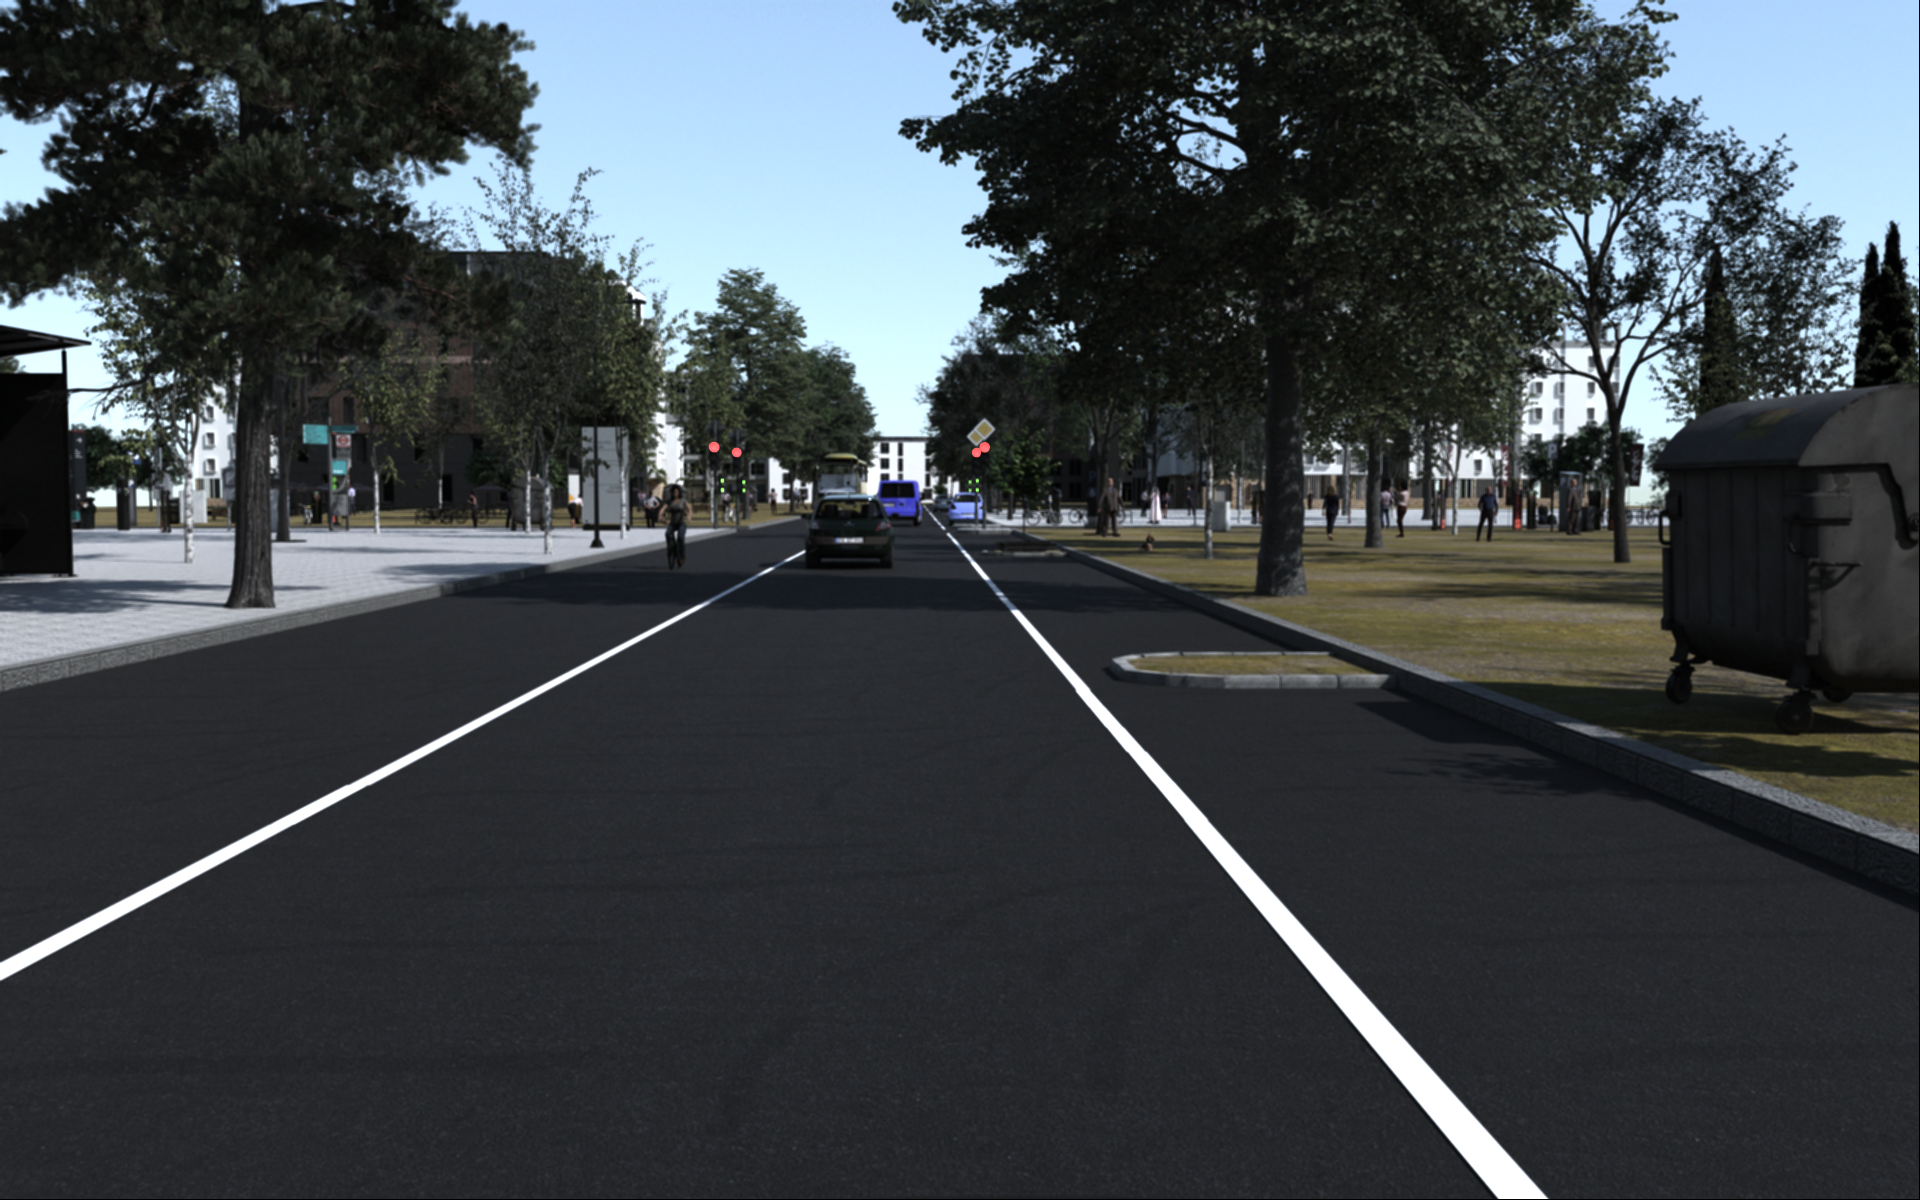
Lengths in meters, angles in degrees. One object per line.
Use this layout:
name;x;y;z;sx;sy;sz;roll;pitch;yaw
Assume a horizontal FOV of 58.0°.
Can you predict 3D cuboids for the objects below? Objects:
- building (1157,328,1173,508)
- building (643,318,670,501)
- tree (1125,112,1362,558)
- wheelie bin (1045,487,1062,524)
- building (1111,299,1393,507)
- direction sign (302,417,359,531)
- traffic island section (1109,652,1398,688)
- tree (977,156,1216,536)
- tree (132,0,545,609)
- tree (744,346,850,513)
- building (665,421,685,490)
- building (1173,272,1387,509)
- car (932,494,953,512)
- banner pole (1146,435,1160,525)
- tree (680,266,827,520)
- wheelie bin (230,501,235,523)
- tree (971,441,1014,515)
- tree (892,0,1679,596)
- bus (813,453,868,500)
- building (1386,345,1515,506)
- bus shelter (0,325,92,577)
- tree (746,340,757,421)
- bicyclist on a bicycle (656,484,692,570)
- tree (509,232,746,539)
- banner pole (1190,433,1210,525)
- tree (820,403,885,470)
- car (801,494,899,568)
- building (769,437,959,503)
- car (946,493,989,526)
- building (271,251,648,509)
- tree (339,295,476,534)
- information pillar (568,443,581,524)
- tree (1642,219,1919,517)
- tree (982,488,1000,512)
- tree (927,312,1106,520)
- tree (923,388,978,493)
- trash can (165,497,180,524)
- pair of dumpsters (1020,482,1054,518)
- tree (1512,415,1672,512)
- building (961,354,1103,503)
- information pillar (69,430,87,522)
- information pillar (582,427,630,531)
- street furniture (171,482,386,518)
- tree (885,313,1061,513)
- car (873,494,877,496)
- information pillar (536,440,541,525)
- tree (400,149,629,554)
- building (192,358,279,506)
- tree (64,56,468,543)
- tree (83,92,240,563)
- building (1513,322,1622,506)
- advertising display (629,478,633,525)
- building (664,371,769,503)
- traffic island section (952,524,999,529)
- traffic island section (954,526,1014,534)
building;27.137;-18.914;165.665;16.016;20.091;11.380;0;4;-2
building;-39.513;-20.048;184.205;16.016;20.091;11.380;0;4;-2
tree;5.192;-5.135;34.323;4.360;8.622;3.978;0;3;0
wheelie bin;4.065;-4.102;74.981;0.693;1.594;0.980;1;4;8
building;32.320;-21.065;188.386;27.936;21.610;32.646;0;4;-2
direction sign;-21.341;-4.350;59.890;1.411;3.948;2.525;1;4;22
traffic island section;2.220;0.556;13.768;1.991;0.108;1.994;0;4;-2
tree;4.417;-7.824;53.680;9.928;11.665;9.643;0;3;0
tree;-7.966;-5.953;19.386;6.751;12.117;7.091;0;3;0
tree;-11.496;-11.842;119.374;9.928;11.665;9.643;0;3;0
building;-46.160;-15.658;198.152;28.070;9.664;9.099;0;4;-2
building;27.964;-18.147;153.116;16.016;20.091;11.380;0;4;-2
car;-1.237;-7.644;136.978;2.014;1.417;4.499;0;4;-2
banner pole;8.108;-5.078;73.047;0.401;3.779;0.863;-3;4;-37
tree;-10.381;-10.323;86.909;7.486;12.596;7.792;0;3;0
wheelie bin;-31.577;-4.141;75.617;0.693;1.594;0.980;-2;4;-35
tree;2.234;-7.388;104.505;4.285;4.588;4.351;0;3;0
tree;3.991;-7.037;21.712;9.857;13.997;8.962;0;3;0
bus;-7.281;-7.125;108.036;2.896;3.916;12.252;0;4;0
building;54.285;-20.834;197.059;11.380;20.091;16.016;0;4;-2
bus shelter;-14.150;-1.983;23.707;1.731;3.624;6.357;0;4;-2
tree;-10.984;-7.710;76.416;4.737;8.622;4.395;0;3;0
bicyclist on a bicycle;-5.449;-1.419;33.214;1.499;1.676;1.625;0;3;0
tree;-9.436;-6.054;49.351;4.737;8.622;4.395;0;3;0
banner pole;9.897;-4.960;71.120;0.863;3.779;0.401;1;4;13
tree;-13.882;-17.940;203.689;12.009;13.543;11.850;0;3;0
car;-2.210;-1.528;34.771;2.009;1.686;4.222;0;4;-3
building;-13.656;-19.039;253.431;28.070;9.664;9.099;0;4;-2
car;0.346;-4.223;78.643;1.945;1.707;3.694;0;3;0
building;-45.796;-19.452;162.012;27.936;21.610;32.646;0;4;-2
tree;-18.683;-6.460;55.992;4.737;8.622;4.395;0;3;0
information pillar;-16.505;-5.059;74.067;0.504;3.616;0.183;-2;4;-31
tree;45.050;-11.554;90.734;18.604;14.587;13.155;2;4;34
tree;2.261;-8.042;126.085;1.663;3.219;1.824;0;3;0
tree;2.404;-9.226;85.250;8.767;10.594;7.601;1;4;8
tree;0.011;-15.979;179.388;7.486;12.596;7.792;0;3;0
trash can;-34.020;-3.866;74.861;0.748;1.137;0.748;0;3;0
pair of dumpsters;4.119;-5.534;92.969;1.574;2.255;4.436;0;4;-2
tree;49.936;-9.954;125.651;20.602;7.101;11.467;2;4;30
building;16.433;-25.661;263.532;32.646;21.610;27.936;0;4;-2
information pillar;-35.936;-4.948;70.271;0.750;3.857;0.750;1;4;16
information pillar;-12.440;-4.250;60.800;1.656;3.620;0.184;0;4;7
street furniture;-44.346;-6.266;107.484;14.083;1.986;27.439;0;4;-6
tree;1.885;-12.577;116.001;12.009;13.543;11.850;0;3;0
car;-9.283;-11.117;193.771;2.014;1.417;4.499;0;4;-2
information pillar;-17.637;-4.956;72.382;0.183;3.616;0.504;-1;4;-11
tree;-8.822;-5.267;36.470;4.360;8.622;3.978;0;3;0
building;-77.373;-20.673;194.421;11.380;20.091;16.016;0;4;-2
tree;-17.948;-8.291;45.925;12.009;13.543;11.850;0;3;0
tree;-14.455;-5.011;32.291;4.737;8.622;4.395;0;3;0
building;66.491;-20.833;197.042;11.380;20.091;16.016;0;4;-2
advertising display;-13.510;-4.029;71.083;0.123;1.923;0.974;-1;4;-12
building;-43.554;-23.903;257.264;31.486;18.905;16.747;0;4;-2
traffic island section;0.697;-3.005;71.409;2.009;0.180;2.903;0;4;-2
traffic island section;0.910;-2.517;63.426;2.009;0.180;2.903;0;4;-2
